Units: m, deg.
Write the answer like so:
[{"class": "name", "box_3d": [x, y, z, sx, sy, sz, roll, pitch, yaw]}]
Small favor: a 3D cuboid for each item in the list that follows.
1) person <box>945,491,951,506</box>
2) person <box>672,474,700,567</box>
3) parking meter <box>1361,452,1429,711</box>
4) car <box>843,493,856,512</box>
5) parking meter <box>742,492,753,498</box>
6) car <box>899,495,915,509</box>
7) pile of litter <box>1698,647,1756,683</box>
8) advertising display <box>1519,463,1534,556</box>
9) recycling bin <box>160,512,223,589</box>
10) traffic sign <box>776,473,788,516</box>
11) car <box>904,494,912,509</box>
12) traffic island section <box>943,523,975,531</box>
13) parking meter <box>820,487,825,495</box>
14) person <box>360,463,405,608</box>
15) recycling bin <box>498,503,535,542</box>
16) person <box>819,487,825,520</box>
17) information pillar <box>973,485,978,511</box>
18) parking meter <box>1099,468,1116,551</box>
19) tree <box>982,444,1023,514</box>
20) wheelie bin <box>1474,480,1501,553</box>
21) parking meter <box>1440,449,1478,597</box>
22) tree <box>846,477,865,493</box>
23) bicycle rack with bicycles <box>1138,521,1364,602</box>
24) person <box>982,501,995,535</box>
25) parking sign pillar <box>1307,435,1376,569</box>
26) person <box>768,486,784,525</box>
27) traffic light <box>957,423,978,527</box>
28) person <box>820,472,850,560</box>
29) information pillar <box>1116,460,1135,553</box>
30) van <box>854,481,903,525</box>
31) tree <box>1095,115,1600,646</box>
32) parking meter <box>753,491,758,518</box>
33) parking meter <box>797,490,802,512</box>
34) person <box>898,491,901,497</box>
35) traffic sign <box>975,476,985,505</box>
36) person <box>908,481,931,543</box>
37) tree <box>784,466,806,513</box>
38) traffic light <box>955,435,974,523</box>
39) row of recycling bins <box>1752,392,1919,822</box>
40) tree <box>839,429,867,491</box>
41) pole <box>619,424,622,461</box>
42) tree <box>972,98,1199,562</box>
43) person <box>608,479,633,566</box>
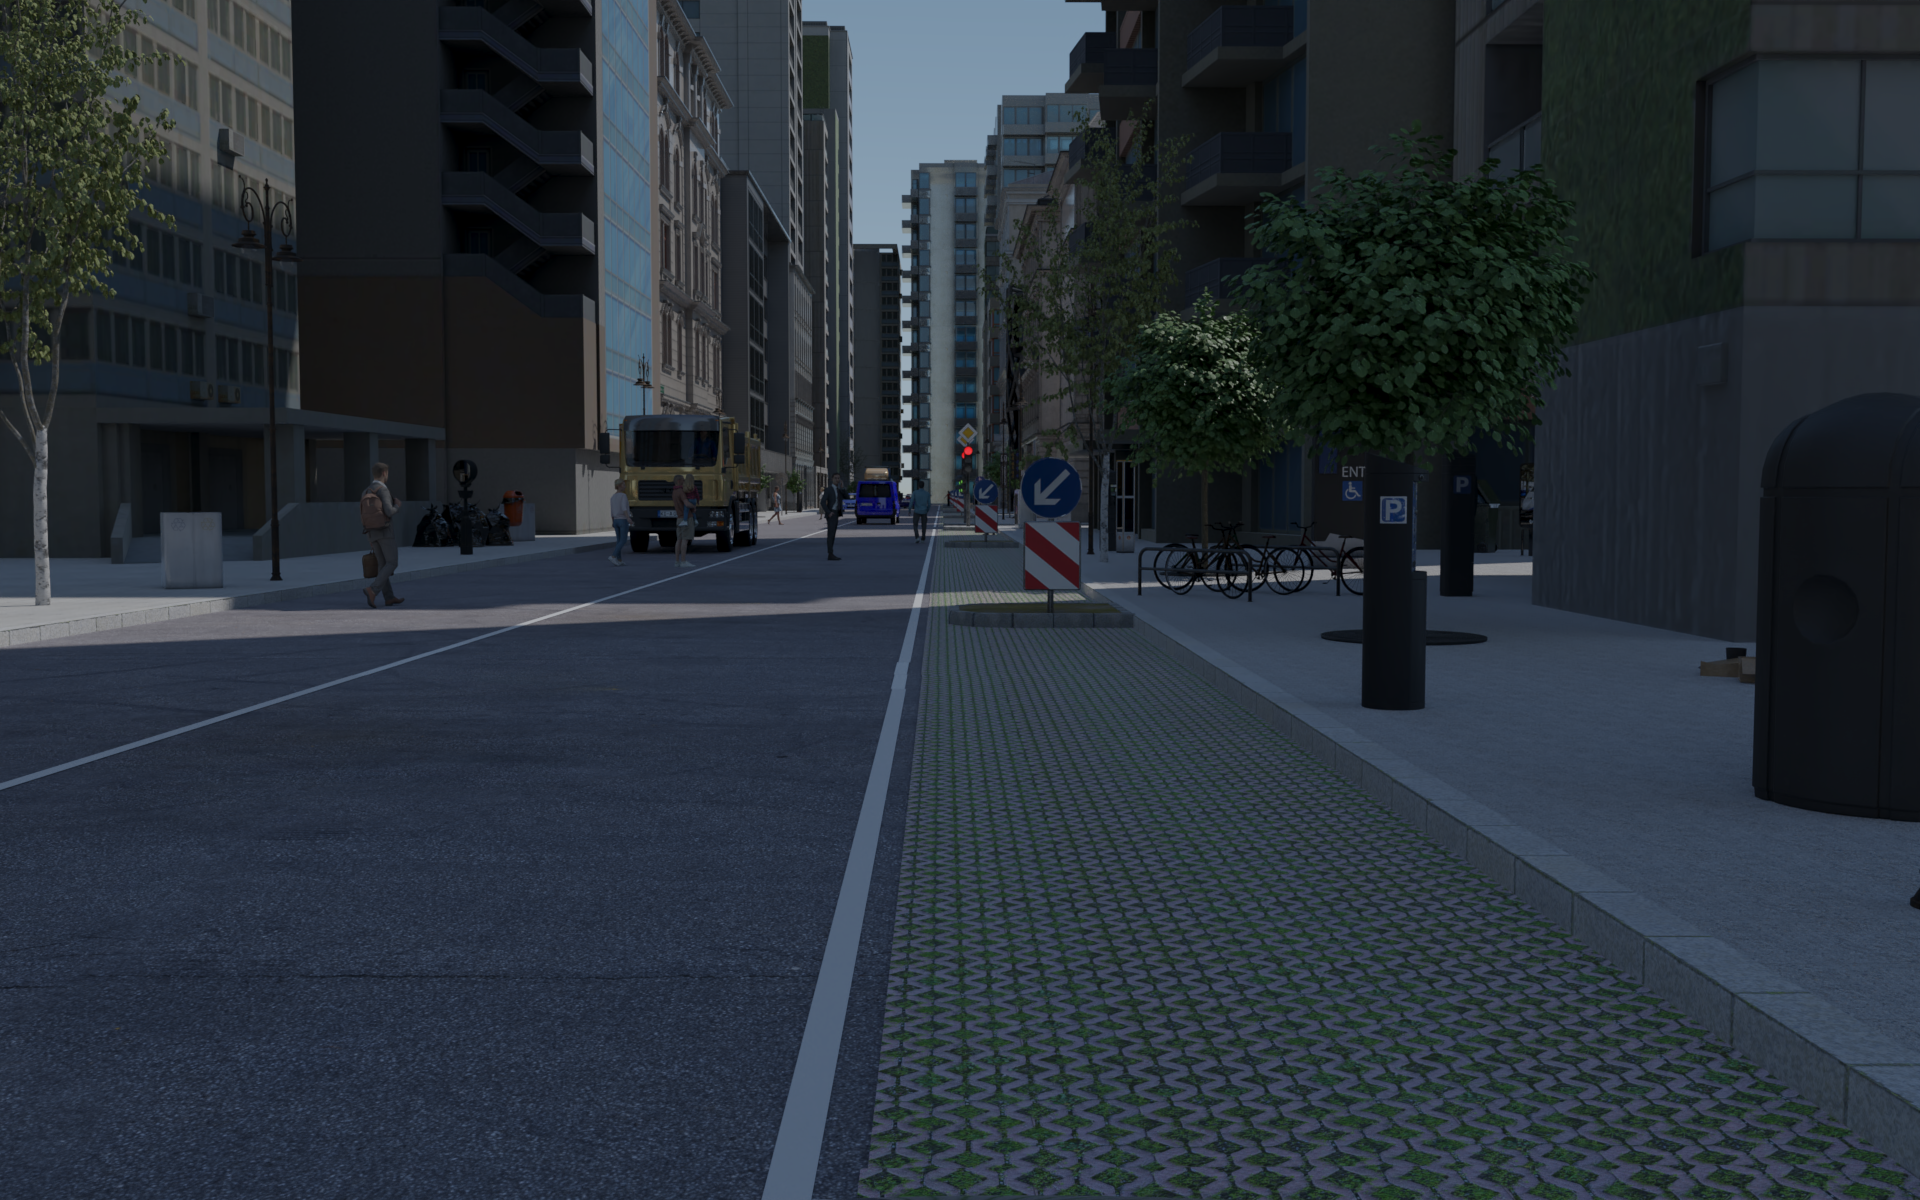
[{"class": "person", "box_3d": [-1.356, -11.759, 200.697, 0.705, 1.831, 1.348, 3, 4, 38]}, {"class": "person", "box_3d": [-5.401, -1.563, 34.029, 0.580, 1.828, 0.573, 1, 4, 11]}, {"class": "parking meter", "box_3d": [2.611, -0.121, 10.396, 0.372, 1.533, 0.369, 0, 3, 0]}, {"class": "car", "box_3d": [-8.786, -8.001, 140.407, 1.945, 1.707, 3.694, 0, 4, -1]}, {"class": "parking meter", "box_3d": [-10.491, -4.685, 85.014, 0.372, 1.533, 0.369, 0, 3, 0]}, {"class": "car", "box_3d": [-5.042, -9.165, 162.435, 1.945, 1.354, 3.894, 0, 4, 0]}, {"class": "pile of litter", "box_3d": [5.841, 0.132, 11.800, 1.176, 0.858, 1.719, -1, 4, -12]}, {"class": "advertising display", "box_3d": [11.902, -1.865, 35.712, 0.123, 1.923, 0.974, -1, 4, -22]}, {"class": "recycling bin", "box_3d": [-10.524, -0.683, 23.721, 0.722, 1.027, 0.722, -2, 4, -28]}, {"class": "traffic sign", "box_3d": [-10.570, -6.275, 102.704, 0.768, 2.556, 0.104, 0, 4, 8]}, {"class": "car", "box_3d": [-4.689, -9.983, 172.259, 2.155, 1.783, 4.494, 0, 4, 0]}, {"class": "traffic island section", "box_3d": [0.344, -2.828, 68.512, 2.009, 0.180, 2.903, 0, 4, -1]}, {"class": "parking meter", "box_3d": [-10.932, -8.081, 137.840, 0.255, 1.863, 0.399, 1, 4, 14]}, {"class": "person", "box_3d": [-7.380, -0.828, 22.007, 0.622, 1.834, 0.822, 2, 4, 27]}, {"class": "recycling bin", "box_3d": [-12.056, -2.114, 47.116, 0.722, 1.027, 0.722, 1, 4, 21]}, {"class": "person", "box_3d": [-7.550, -5.327, 95.829, 0.641, 1.798, 0.478, 2, 4, 33]}, {"class": "information pillar", "box_3d": [1.187, -7.884, 133.393, 0.304, 2.012, 0.304, -2, 4, -23]}, {"class": "parking meter", "box_3d": [3.343, -2.029, 38.891, 0.255, 1.863, 0.399, -2, 4, -35]}, {"class": "tree", "box_3d": [3.097, -7.921, 113.225, 4.285, 4.588, 4.351, 0, 3, 0]}, {"class": "wheelie bin", "box_3d": [11.353, -1.832, 37.856, 0.693, 1.594, 0.980, 3, 5, 39]}, {"class": "parking meter", "box_3d": [6.257, -0.979, 21.725, 0.399, 1.863, 0.255, 0, 4, -5]}, {"class": "tree", "box_3d": [-12.037, -12.302, 195.738, 1.663, 3.219, 1.824, 0, 3, 0]}, {"class": "bicycle rack with bicycles", "box_3d": [3.508, -0.529, 22.034, 2.852, 0.926, 2.925, -3, 5, -41]}, {"class": "person", "box_3d": [0.993, -3.156, 60.287, 0.511, 1.800, 0.466, 1, 4, 13]}, {"class": "parking sign pillar", "box_3d": [6.846, -2.561, 30.338, 1.447, 3.967, 1.447, 0, 4, 4]}, {"class": "person", "box_3d": [-8.553, -4.386, 80.307, 0.778, 1.811, 0.616, 0, 4, 3]}, {"class": "traffic light", "box_3d": [0.304, -4.861, 68.398, 0.839, 4.253, 0.868, 0, 4, -1]}, {"class": "person", "box_3d": [-2.703, -1.823, 37.669, 0.474, 1.900, 0.648, 2, 4, 24]}, {"class": "information pillar", "box_3d": [3.598, -2.027, 37.639, 0.304, 2.012, 0.304, -2, 4, -26]}, {"class": "van", "box_3d": [-3.915, -4.807, 82.981, 2.240, 2.365, 5.245, 0, 4, 1]}, {"class": "tree", "box_3d": [3.862, -1.923, 15.161, 4.285, 4.588, 4.351, 0, 3, 0]}, {"class": "parking meter", "box_3d": [-10.735, -5.006, 90.251, 0.372, 1.533, 0.369, 0, 3, 0]}, {"class": "parking meter", "box_3d": [-11.527, -7.255, 124.333, 0.255, 1.863, 0.399, 2, 4, 35]}, {"class": "person", "box_3d": [-7.026, -11.858, 202.385, 0.705, 1.822, 1.348, -1, 4, -17]}, {"class": "traffic sign", "box_3d": [1.449, -7.536, 123.324, 0.768, 2.556, 0.104, 0, 4, 6]}, {"class": "person", "box_3d": [-1.168, -2.575, 50.616, 0.660, 1.820, 0.620, -1, 4, -13]}, {"class": "tree", "box_3d": [-11.334, -7.641, 119.533, 1.663, 3.219, 1.824, 0, 3, 0]}, {"class": "traffic light", "box_3d": [0.221, -5.349, 76.383, 0.839, 4.253, 0.868, 0, 4, -1]}, {"class": "row of recycling bins", "box_3d": [5.119, -0.017, 7.388, 3.534, 1.692, 1.069, -1, 4, -12]}, {"class": "tree", "box_3d": [-12.459, -14.712, 190.904, 4.360, 8.622, 3.978, 0, 3, 0]}, {"class": "pole", "box_3d": [-9.771, -3.449, 50.242, 0.158, 3.312, 0.155, 0, 3, 0]}, {"class": "tree", "box_3d": [2.607, -5.028, 32.576, 4.737, 8.622, 4.395, 0, 3, 0]}, {"class": "person", "box_3d": [-6.788, -1.548, 34.477, 0.731, 1.740, 0.598, 2, 4, 31]}]
